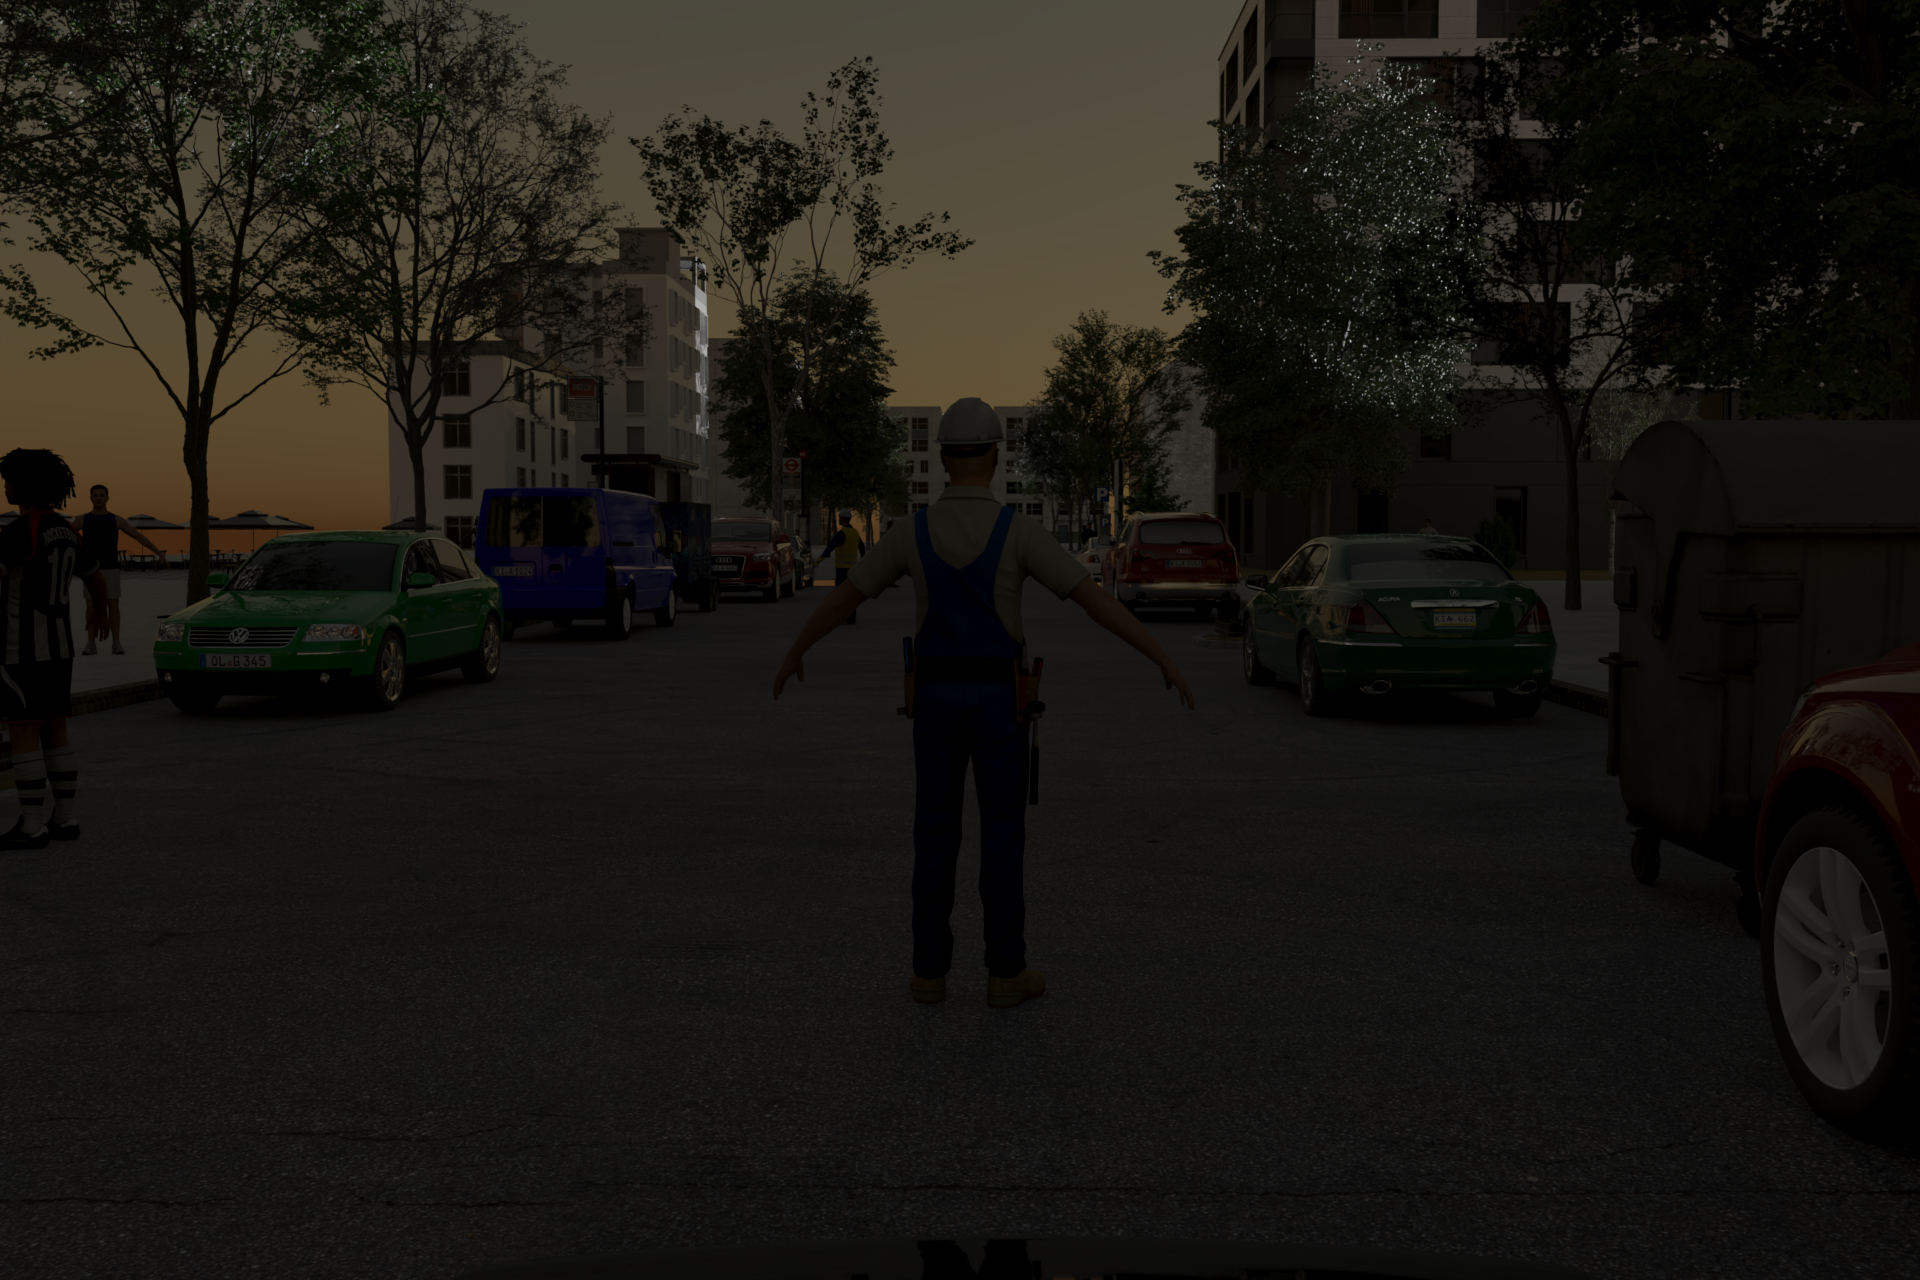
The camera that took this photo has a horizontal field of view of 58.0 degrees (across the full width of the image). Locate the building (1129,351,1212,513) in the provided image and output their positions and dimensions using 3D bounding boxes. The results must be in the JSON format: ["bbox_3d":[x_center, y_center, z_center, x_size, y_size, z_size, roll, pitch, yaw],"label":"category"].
[{"bbox_3d":[27.947,-21.561,183.452,19.493,23.208,18.063,0,4,1],"label":"building"}]

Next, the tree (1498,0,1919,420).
[{"bbox_3d":[10.191,-6.813,18.041,9.857,13.997,8.962,0,3,0],"label":"tree"}]

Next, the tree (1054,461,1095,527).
[{"bbox_3d":[9.131,-11.681,141.347,4.737,8.622,4.395,0,3,0],"label":"tree"}]

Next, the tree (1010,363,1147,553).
[{"bbox_3d":[8.288,-12.725,118.425,12.009,13.543,11.850,0,3,0],"label":"tree"}]

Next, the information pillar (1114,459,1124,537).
[{"bbox_3d":[5.036,-3.892,54.942,0.184,3.620,1.656,0,4,1],"label":"information pillar"}]

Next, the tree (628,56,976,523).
[{"bbox_3d":[-6.174,-12.998,68.407,12.611,20.169,13.585,0,3,0],"label":"tree"}]

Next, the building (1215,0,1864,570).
[{"bbox_3d":[25.068,-14.249,76.952,27.936,21.610,32.646,0,4,1],"label":"building"}]

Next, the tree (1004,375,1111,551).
[{"bbox_3d":[8.354,-13.539,131.731,12.009,13.543,11.850,0,3,0],"label":"tree"}]

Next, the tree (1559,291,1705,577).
[{"bbox_3d":[19.476,-6.227,52.178,4.360,8.622,3.978,0,3,0],"label":"tree"}]

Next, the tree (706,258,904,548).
[{"bbox_3d":[-7.321,-10.729,82.069,9.857,13.997,8.962,0,3,0],"label":"tree"}]

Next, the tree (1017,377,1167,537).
[{"bbox_3d":[7.741,-10.058,98.861,8.767,10.594,7.601,-1,4,-17],"label":"tree"}]

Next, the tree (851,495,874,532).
[{"bbox_3d":[-13.389,-17.859,242.350,4.737,8.622,4.395,0,3,0],"label":"tree"}]

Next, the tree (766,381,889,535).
[{"bbox_3d":[-7.682,-10.407,104.566,7.601,10.594,8.767,2,4,35],"label":"tree"}]

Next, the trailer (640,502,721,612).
[{"bbox_3d":[-5.277,-1.487,31.366,1.471,1.999,3.904,0,4,1],"label":"trailer"}]

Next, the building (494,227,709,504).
[{"bbox_3d":[-22.751,-15.404,108.272,16.016,20.090,11.380,0,4,1],"label":"building"}]

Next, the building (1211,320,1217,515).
[{"bbox_3d":[27.969,-15.528,120.341,16.747,18.905,31.486,0,4,1],"label":"building"}]

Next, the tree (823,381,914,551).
[{"bbox_3d":[-7.234,-12.860,128.395,7.486,12.596,7.792,0,3,0],"label":"tree"}]

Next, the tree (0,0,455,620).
[{"bbox_3d":[-11.494,-6.133,26.030,9.928,11.665,9.643,0,3,0],"label":"tree"}]

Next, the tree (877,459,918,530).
[{"bbox_3d":[-6.391,-12.490,154.569,4.360,8.622,3.978,0,3,0],"label":"tree"}]

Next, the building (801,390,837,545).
[{"bbox_3d":[-24.713,-22.811,203.894,19.493,23.208,18.063,0,4,2],"label":"building"}]

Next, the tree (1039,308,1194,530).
[{"bbox_3d":[7.251,-9.464,80.499,9.928,11.665,9.643,0,3,0],"label":"tree"}]

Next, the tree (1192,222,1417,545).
[{"bbox_3d":[11.397,-8.020,56.889,9.928,11.665,9.643,0,3,0],"label":"tree"}]

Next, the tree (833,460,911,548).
[{"bbox_3d":[-7.490,-12.785,143.451,7.601,10.594,8.767,2,4,28],"label":"tree"}]

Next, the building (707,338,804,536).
[{"bbox_3d":[-24.911,-18.696,172.143,16.747,18.905,31.486,0,3,0],"label":"building"}]

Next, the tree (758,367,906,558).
[{"bbox_3d":[-7.141,-9.700,93.013,8.767,10.594,7.601,0,4,-2],"label":"tree"}]

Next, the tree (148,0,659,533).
[{"bbox_3d":[-11.507,-7.720,36.588,12.009,13.543,11.850,0,3,0],"label":"tree"}]

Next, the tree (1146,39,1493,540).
[{"bbox_3d":[9.731,-8.560,46.611,9.857,13.997,8.962,0,3,0],"label":"tree"}]

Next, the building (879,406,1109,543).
[{"bbox_3d":[4.776,-23.058,245.920,31.486,18.905,16.747,0,4,1],"label":"building"}]

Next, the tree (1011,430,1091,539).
[{"bbox_3d":[8.362,-13.760,150.727,9.928,11.665,9.643,0,3,0],"label":"tree"}]

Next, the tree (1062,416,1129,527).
[{"bbox_3d":[8.194,-9.571,106.855,4.737,8.622,4.395,0,3,0],"label":"tree"}]

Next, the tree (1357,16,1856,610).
[{"bbox_3d":[10.600,-5.802,29.280,8.767,10.594,7.601,2,4,35],"label":"tree"}]

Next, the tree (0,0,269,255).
[{"bbox_3d":[-11.209,-6.442,15.695,12.009,13.543,11.850,0,3,0],"label":"tree"}]
